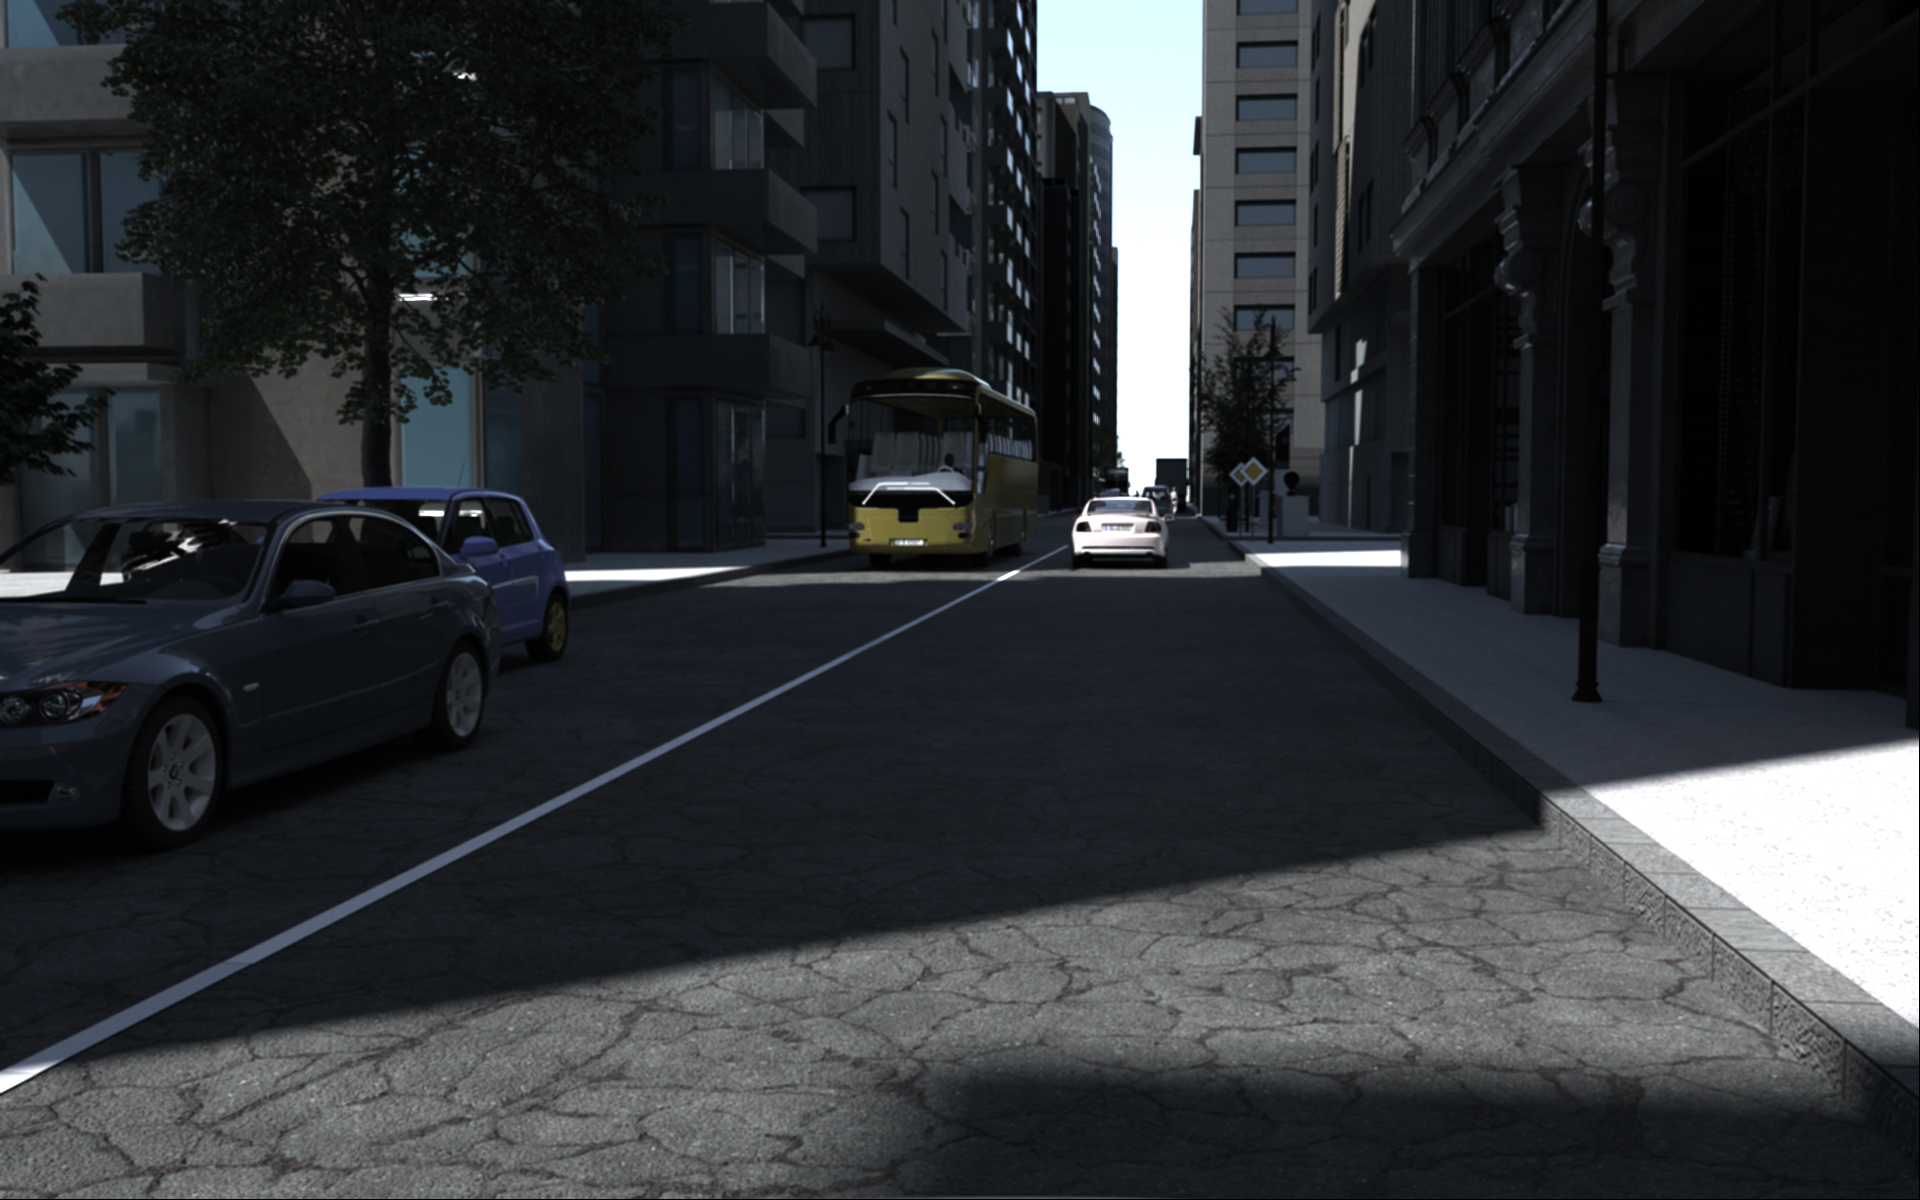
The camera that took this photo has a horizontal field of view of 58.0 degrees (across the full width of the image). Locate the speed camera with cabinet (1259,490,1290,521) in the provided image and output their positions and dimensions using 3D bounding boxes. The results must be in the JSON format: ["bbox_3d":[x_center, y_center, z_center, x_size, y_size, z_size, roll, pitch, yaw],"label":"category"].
[{"bbox_3d":[15.182,-5.424,83.024,2.038,3.252,0.660,-3,5,-44],"label":"speed camera with cabinet"}]

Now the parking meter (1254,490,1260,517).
[{"bbox_3d":[16.416,-5.345,95.795,0.372,1.533,0.369,0,3,0],"label":"parking meter"}]

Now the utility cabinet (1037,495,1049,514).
[{"bbox_3d":[5.113,-6.043,109.965,1.020,1.237,0.306,2,4,25],"label":"utility cabinet"}]

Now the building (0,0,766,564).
[{"bbox_3d":[-19.138,-25.582,37.880,30.456,49.044,23.786,0,4,7],"label":"building"}]

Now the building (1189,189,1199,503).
[{"bbox_3d":[45.368,-38.865,259.136,21.300,48.544,21.600,0,4,7],"label":"building"}]

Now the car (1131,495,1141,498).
[{"bbox_3d":[28.614,-16.546,283.114,1.945,1.354,3.894,1,4,9],"label":"car"}]

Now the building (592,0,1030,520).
[{"bbox_3d":[-7.214,-30.152,112.594,23.786,49.044,30.456,0,4,7],"label":"building"}]

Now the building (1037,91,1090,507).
[{"bbox_3d":[5.505,-29.859,171.781,14.154,41.232,14.086,0,4,7],"label":"building"}]

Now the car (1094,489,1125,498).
[{"bbox_3d":[10.966,-7.224,126.777,2.281,1.827,5.304,0,4,7],"label":"car"}]

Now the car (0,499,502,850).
[{"bbox_3d":[-3.795,0.209,8.578,2.014,1.417,4.499,0,4,8],"label":"car"}]

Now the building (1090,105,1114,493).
[{"bbox_3d":[11.667,-43.794,258.029,21.231,58.520,28.212,0,4,7],"label":"building"}]

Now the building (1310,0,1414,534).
[{"bbox_3d":[27.240,-29.033,63.929,27.495,52.752,28.713,0,4,7],"label":"building"}]

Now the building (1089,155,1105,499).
[{"bbox_3d":[6.962,-37.250,228.644,23.786,49.044,30.456,0,4,7],"label":"building"}]

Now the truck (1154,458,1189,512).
[{"bbox_3d":[17.116,-9.253,140.198,2.839,4.237,11.283,0,4,7],"label":"truck"}]

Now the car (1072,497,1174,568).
[{"bbox_3d":[3.279,-1.390,35.083,2.083,1.381,4.827,0,4,7],"label":"car"}]

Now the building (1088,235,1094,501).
[{"bbox_3d":[7.056,-25.345,186.095,14.160,30.474,14.107,0,4,7],"label":"building"}]

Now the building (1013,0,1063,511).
[{"bbox_3d":[-2.084,-42.918,139.958,20.563,71.187,20.611,0,4,7],"label":"building"}]

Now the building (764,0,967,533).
[{"bbox_3d":[-14.274,-29.327,68.741,28.713,52.752,27.495,0,4,7],"label":"building"}]

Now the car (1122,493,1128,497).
[{"bbox_3d":[13.270,-8.287,144.525,2.155,1.783,4.494,1,4,8],"label":"car"}]

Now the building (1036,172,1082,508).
[{"bbox_3d":[3.733,-23.636,158.150,14.160,30.474,14.107,0,4,7],"label":"building"}]

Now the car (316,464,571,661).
[{"bbox_3d":[-4.424,-0.249,13.669,1.945,1.707,3.694,0,4,7],"label":"car"}]

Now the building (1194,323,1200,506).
[{"bbox_3d":[39.626,-20.992,188.253,27.650,21.520,28.899,0,4,7],"label":"building"}]

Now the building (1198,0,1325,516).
[{"bbox_3d":[26.278,-34.885,112.369,21.231,58.520,28.212,0,4,7],"label":"building"}]

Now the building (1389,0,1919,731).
[{"bbox_3d":[11.191,-10.639,24.858,10.553,20.767,40.483,0,4,7],"label":"building"}]

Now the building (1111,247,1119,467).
[{"bbox_3d":[18.184,-36.421,279.074,14.154,41.232,14.086,0,4,7],"label":"building"}]

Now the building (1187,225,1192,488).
[{"bbox_3d":[43.870,-38.430,278.435,14.600,45.320,14.200,0,4,7],"label":"building"}]

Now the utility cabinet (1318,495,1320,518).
[{"bbox_3d":[19.731,-4.997,92.869,1.020,1.237,0.306,0,4,3],"label":"utility cabinet"}]

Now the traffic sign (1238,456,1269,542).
[{"bbox_3d":[7.794,-2.593,46.041,0.795,2.450,0.064,0,4,7],"label":"traffic sign"}]

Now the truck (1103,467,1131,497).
[{"bbox_3d":[16.680,-11.925,183.889,2.839,4.237,11.283,0,4,5],"label":"truck"}]

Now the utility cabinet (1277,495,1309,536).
[{"bbox_3d":[10.215,-2.570,53.186,1.020,1.237,0.306,-2,4,-26],"label":"utility cabinet"}]

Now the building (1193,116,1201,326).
[{"bbox_3d":[45.904,-39.437,234.037,28.713,52.752,27.495,0,4,7],"label":"building"}]

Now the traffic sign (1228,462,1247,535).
[{"bbox_3d":[8.756,-3.078,53.968,0.795,2.450,0.064,0,4,7],"label":"traffic sign"}]

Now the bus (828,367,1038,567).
[{"bbox_3d":[-0.137,-2.795,37.242,2.896,3.916,12.252,0,4,8],"label":"bus"}]
